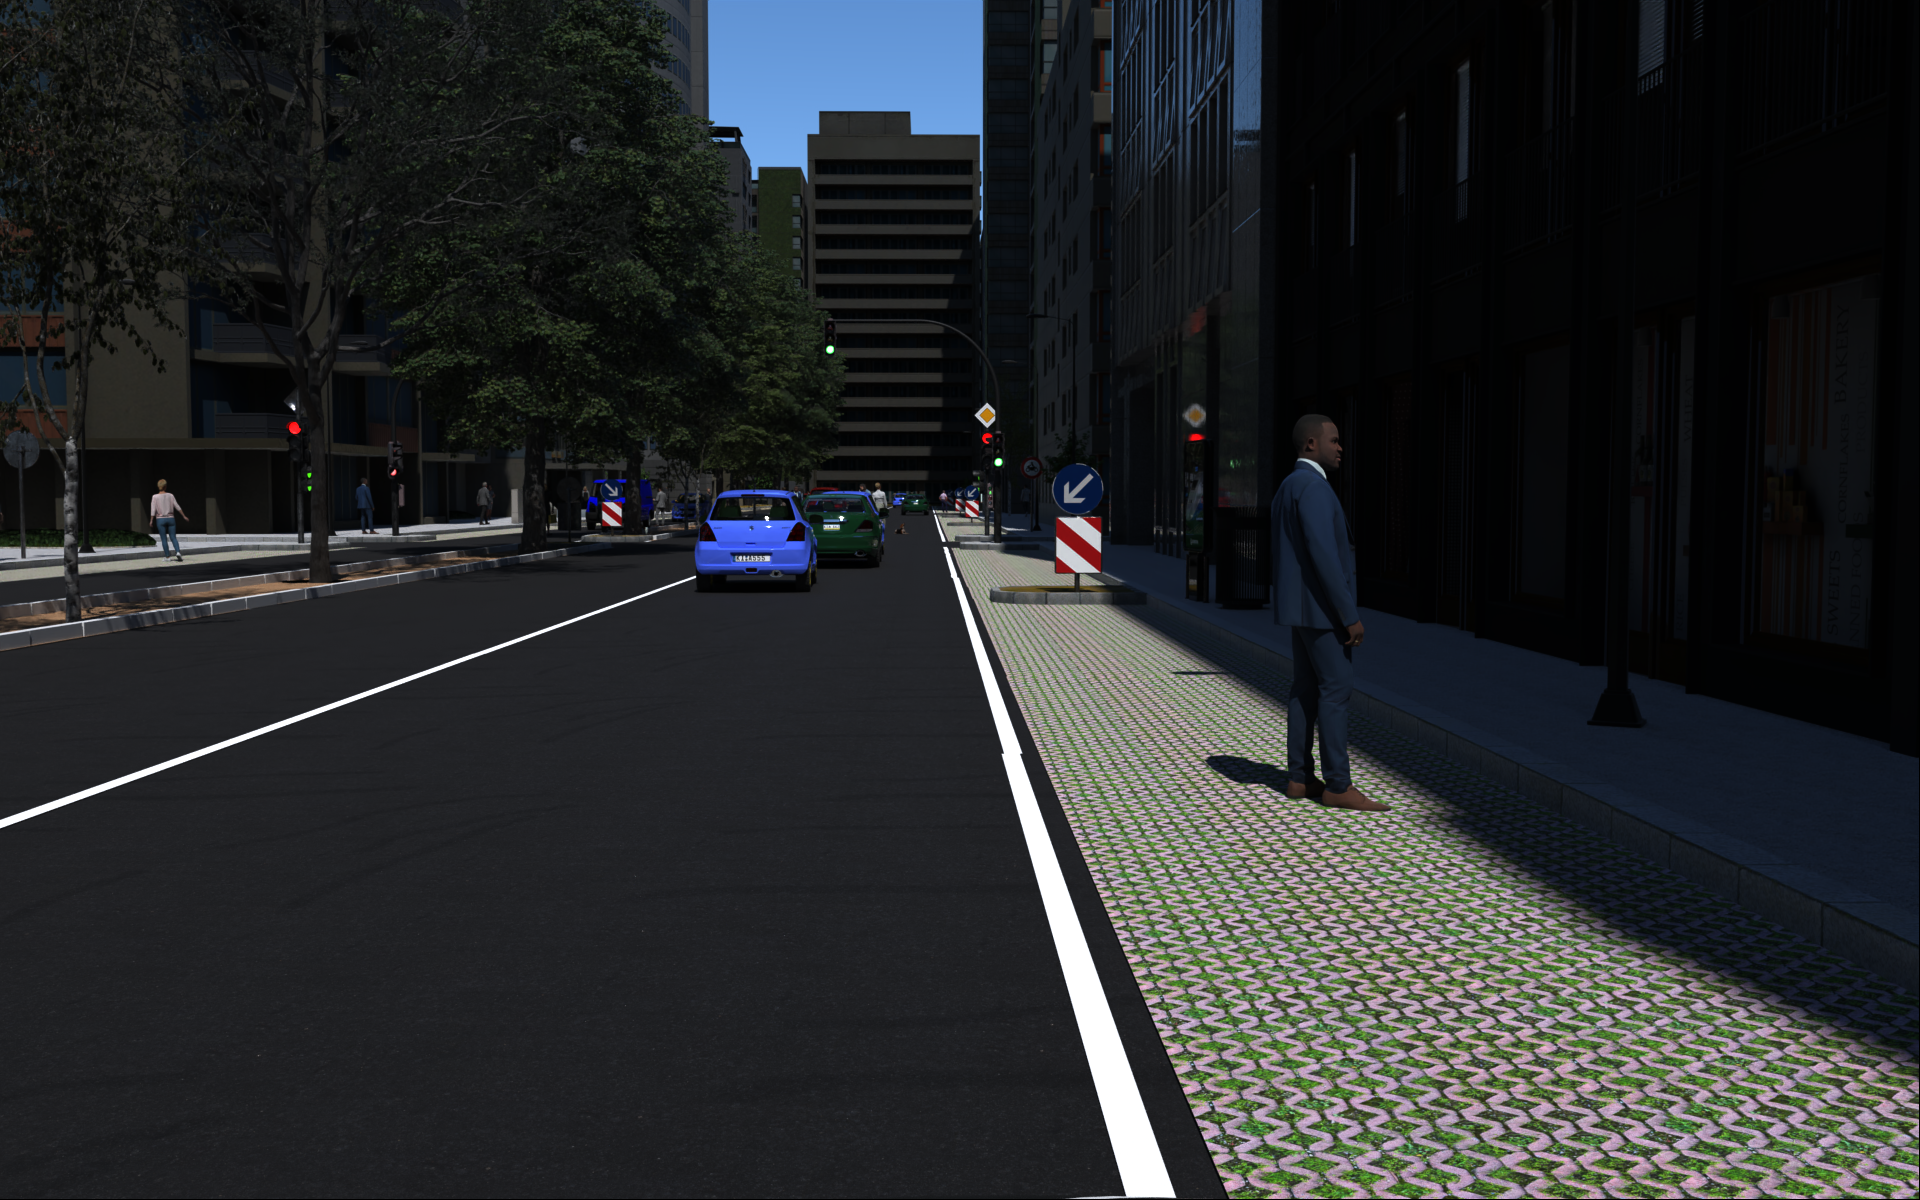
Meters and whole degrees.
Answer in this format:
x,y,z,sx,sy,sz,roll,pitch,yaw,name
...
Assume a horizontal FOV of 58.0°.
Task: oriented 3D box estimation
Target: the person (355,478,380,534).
x,y,z,sx,sy,sz,roll,pitch,yaw,name
-19.061,-3.018,55.573,0.721,1.800,0.419,1,4,21,person

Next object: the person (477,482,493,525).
x,y,z,sx,sy,sz,roll,pitch,yaw,name
-19.830,-4.033,72.376,0.661,1.777,0.834,1,4,22,person

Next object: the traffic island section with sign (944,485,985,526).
x,y,z,sx,sy,sz,roll,pitch,yaw,name
0.411,-4.238,77.915,1.989,1.847,2.006,0,4,-1,traffic island section with sign

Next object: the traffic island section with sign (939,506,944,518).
x,y,z,sx,sy,sz,roll,pitch,yaw,name
-0.098,-5.904,105.161,1.989,1.847,2.006,0,4,-1,traffic island section with sign

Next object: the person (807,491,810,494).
x,y,z,sx,sy,sz,roll,pitch,yaw,name
-14.682,-9.645,166.986,0.721,1.735,1.217,-2,4,-25,person

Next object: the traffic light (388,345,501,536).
x,y,z,sx,sy,sz,roll,pitch,yaw,name
-15.154,-4.787,52.934,4.771,5.953,1.251,0,4,-1,traffic light

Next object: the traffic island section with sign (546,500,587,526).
x,y,z,sx,sy,sz,roll,pitch,yaw,name
-17.414,-4.224,77.687,1.989,1.847,2.006,0,4,-1,traffic island section with sign

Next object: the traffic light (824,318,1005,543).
x,y,z,sx,sy,sz,roll,pitch,yaw,name
-1.130,-4.304,45.043,4.771,5.953,1.251,0,4,-1,traffic light

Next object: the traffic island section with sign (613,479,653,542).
x,y,z,sx,sy,sz,roll,pitch,yaw,name
-10.488,-2.730,52.775,2.006,1.907,1.989,0,4,-1,traffic island section with sign

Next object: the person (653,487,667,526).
x,y,z,sx,sy,sz,roll,pitch,yaw,name
-13.329,-4.162,76.751,0.583,1.804,0.606,2,4,29,person

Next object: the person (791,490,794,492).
x,y,z,sx,sy,sz,roll,pitch,yaw,name
-17.739,-10.744,183.798,0.705,1.869,1.348,1,4,9,person

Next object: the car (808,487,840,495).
x,y,z,sx,sy,sz,roll,pitch,yaw,name
-7.496,-5.420,97.285,2.281,1.827,5.304,0,4,0,car

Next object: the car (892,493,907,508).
x,y,z,sx,sy,sz,roll,pitch,yaw,name
-6.068,-10.374,179.198,1.945,1.707,3.694,0,4,-1,car

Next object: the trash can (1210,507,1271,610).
x,y,z,sx,sy,sz,roll,pitch,yaw,name
3.170,-0.474,19.398,0.748,1.137,0.748,0,3,0,trash can

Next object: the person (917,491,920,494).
x,y,z,sx,sy,sz,roll,pitch,yaw,name
-3.674,-8.569,149.424,1.217,1.723,0.721,-3,5,-42,person

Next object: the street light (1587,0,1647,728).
x,y,z,sx,sy,sz,roll,pitch,yaw,name
3.126,-2.260,9.488,1.470,5.913,1.316,0,4,-1,street light

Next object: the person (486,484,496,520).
x,y,z,sx,sy,sz,roll,pitch,yaw,name
-23.476,-4.882,86.223,0.716,1.782,0.532,-3,5,-41,person

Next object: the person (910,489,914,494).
x,y,z,sx,sy,sz,roll,pitch,yaw,name
-4.219,-8.732,150.903,1.348,1.869,0.705,-2,4,-26,person

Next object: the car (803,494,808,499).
x,y,z,sx,sy,sz,roll,pitch,yaw,name
-16.218,-10.784,185.352,2.155,1.783,4.494,0,4,0,car

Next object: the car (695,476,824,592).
x,y,z,sx,sy,sz,roll,pitch,yaw,name
-3.079,-1.042,26.620,1.945,1.707,3.694,0,4,-3,car

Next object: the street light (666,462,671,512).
x,y,z,sx,sy,sz,roll,pitch,yaw,name
-19.980,-9.126,121.748,1.470,5.913,1.316,0,4,-1,street light

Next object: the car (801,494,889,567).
x,y,z,sx,sy,sz,roll,pitch,yaw,name
-2.514,-1.434,35.248,2.131,1.459,4.920,0,4,-2,car

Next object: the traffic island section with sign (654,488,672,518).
x,y,z,sx,sy,sz,roll,pitch,yaw,name
-17.902,-5.872,104.638,1.989,1.847,2.006,0,4,-1,traffic island section with sign

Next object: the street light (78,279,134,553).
x,y,z,sx,sy,sz,roll,pitch,yaw,name
-18.508,-3.979,37.602,1.470,5.913,1.316,0,4,-1,street light

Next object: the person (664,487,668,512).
x,y,z,sx,sy,sz,roll,pitch,yaw,name
-21.338,-7.281,125.356,0.573,1.790,0.520,-2,4,-35,person

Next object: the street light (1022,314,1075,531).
x,y,z,sx,sy,sz,roll,pitch,yaw,name
2.400,-4.416,44.740,1.470,5.913,1.316,0,4,-1,street light

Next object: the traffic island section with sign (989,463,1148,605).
x,y,z,sx,sy,sz,roll,pitch,yaw,name
1.409,-0.892,23.215,1.989,1.847,2.006,0,4,-1,traffic island section with sign

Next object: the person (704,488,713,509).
x,y,z,sx,sy,sz,roll,pitch,yaw,name
-14.926,-5.723,102.499,0.576,1.772,0.534,-2,4,-33,person

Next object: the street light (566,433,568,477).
x,y,z,sx,sy,sz,roll,pitch,yaw,name
-19.361,-7.039,87.631,1.470,5.913,1.316,0,4,-1,street light

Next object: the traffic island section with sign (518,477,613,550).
x,y,z,sx,sy,sz,roll,pitch,yaw,name
-10.362,-2.277,45.369,2.006,1.907,1.989,0,4,-1,traffic island section with sign

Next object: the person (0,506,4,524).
x,y,z,sx,sy,sz,roll,pitch,yaw,name
-18.696,-1.665,33.282,0.581,1.822,0.654,-3,4,-37,person

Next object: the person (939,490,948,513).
x,y,z,sx,sy,sz,roll,pitch,yaw,name
-1.219,-7.584,133.444,0.756,1.711,0.436,3,5,44,person

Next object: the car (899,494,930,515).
x,y,z,sx,sy,sz,roll,pitch,yaw,name
-3.075,-6.507,118.186,2.131,1.459,4.920,0,4,-3,car

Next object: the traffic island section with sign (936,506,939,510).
x,y,z,sx,sy,sz,roll,pitch,yaw,name
-1.005,-8.956,155.058,1.989,1.847,2.006,0,4,-1,traffic island section with sign

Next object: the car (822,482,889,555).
x,y,z,sx,sy,sz,roll,pitch,yaw,name
-2.613,-1.853,39.881,1.945,1.707,3.694,0,4,-1,car

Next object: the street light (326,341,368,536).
x,y,z,sx,sy,sz,roll,pitch,yaw,name
-18.670,-4.904,52.726,1.470,5.913,1.316,0,4,-1,street light

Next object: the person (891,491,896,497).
x,y,z,sx,sy,sz,roll,pitch,yaw,name
-7.636,-11.953,203.934,1.348,1.824,0.705,2,4,31,person

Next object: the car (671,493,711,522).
x,y,z,sx,sy,sz,roll,pitch,yaw,name
-13.848,-4.872,89.249,1.945,1.707,3.694,0,4,-2,car

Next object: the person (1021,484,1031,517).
x,y,z,sx,sy,sz,roll,pitch,yaw,name
3.763,-5.625,97.864,0.661,1.843,0.795,-1,4,-20,person

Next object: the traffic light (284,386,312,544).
x,y,z,sx,sy,sz,roll,pitch,yaw,name
-17.098,-3.422,44.877,0.839,4.253,0.868,0,4,-1,traffic light

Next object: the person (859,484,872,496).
x,y,z,sx,sy,sz,roll,pitch,yaw,name
-3.246,-3.145,60.179,0.793,1.790,0.793,1,4,10,person

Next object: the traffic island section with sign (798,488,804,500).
x,y,z,sx,sy,sz,roll,pitch,yaw,name
-11.870,-7.325,127.901,2.006,1.907,1.989,0,4,-1,traffic island section with sign

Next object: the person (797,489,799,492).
x,y,z,sx,sy,sz,roll,pitch,yaw,name
-11.830,-7.208,126.535,0.466,1.800,0.511,2,4,25,person

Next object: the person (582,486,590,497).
x,y,z,sx,sy,sz,roll,pitch,yaw,name
-24.867,-6.670,115.276,0.709,1.800,0.728,-1,4,-18,person

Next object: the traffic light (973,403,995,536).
x,y,z,sx,sy,sz,roll,pitch,yaw,name
0.814,-3.932,53.206,0.839,4.253,0.868,0,4,-1,traffic light
